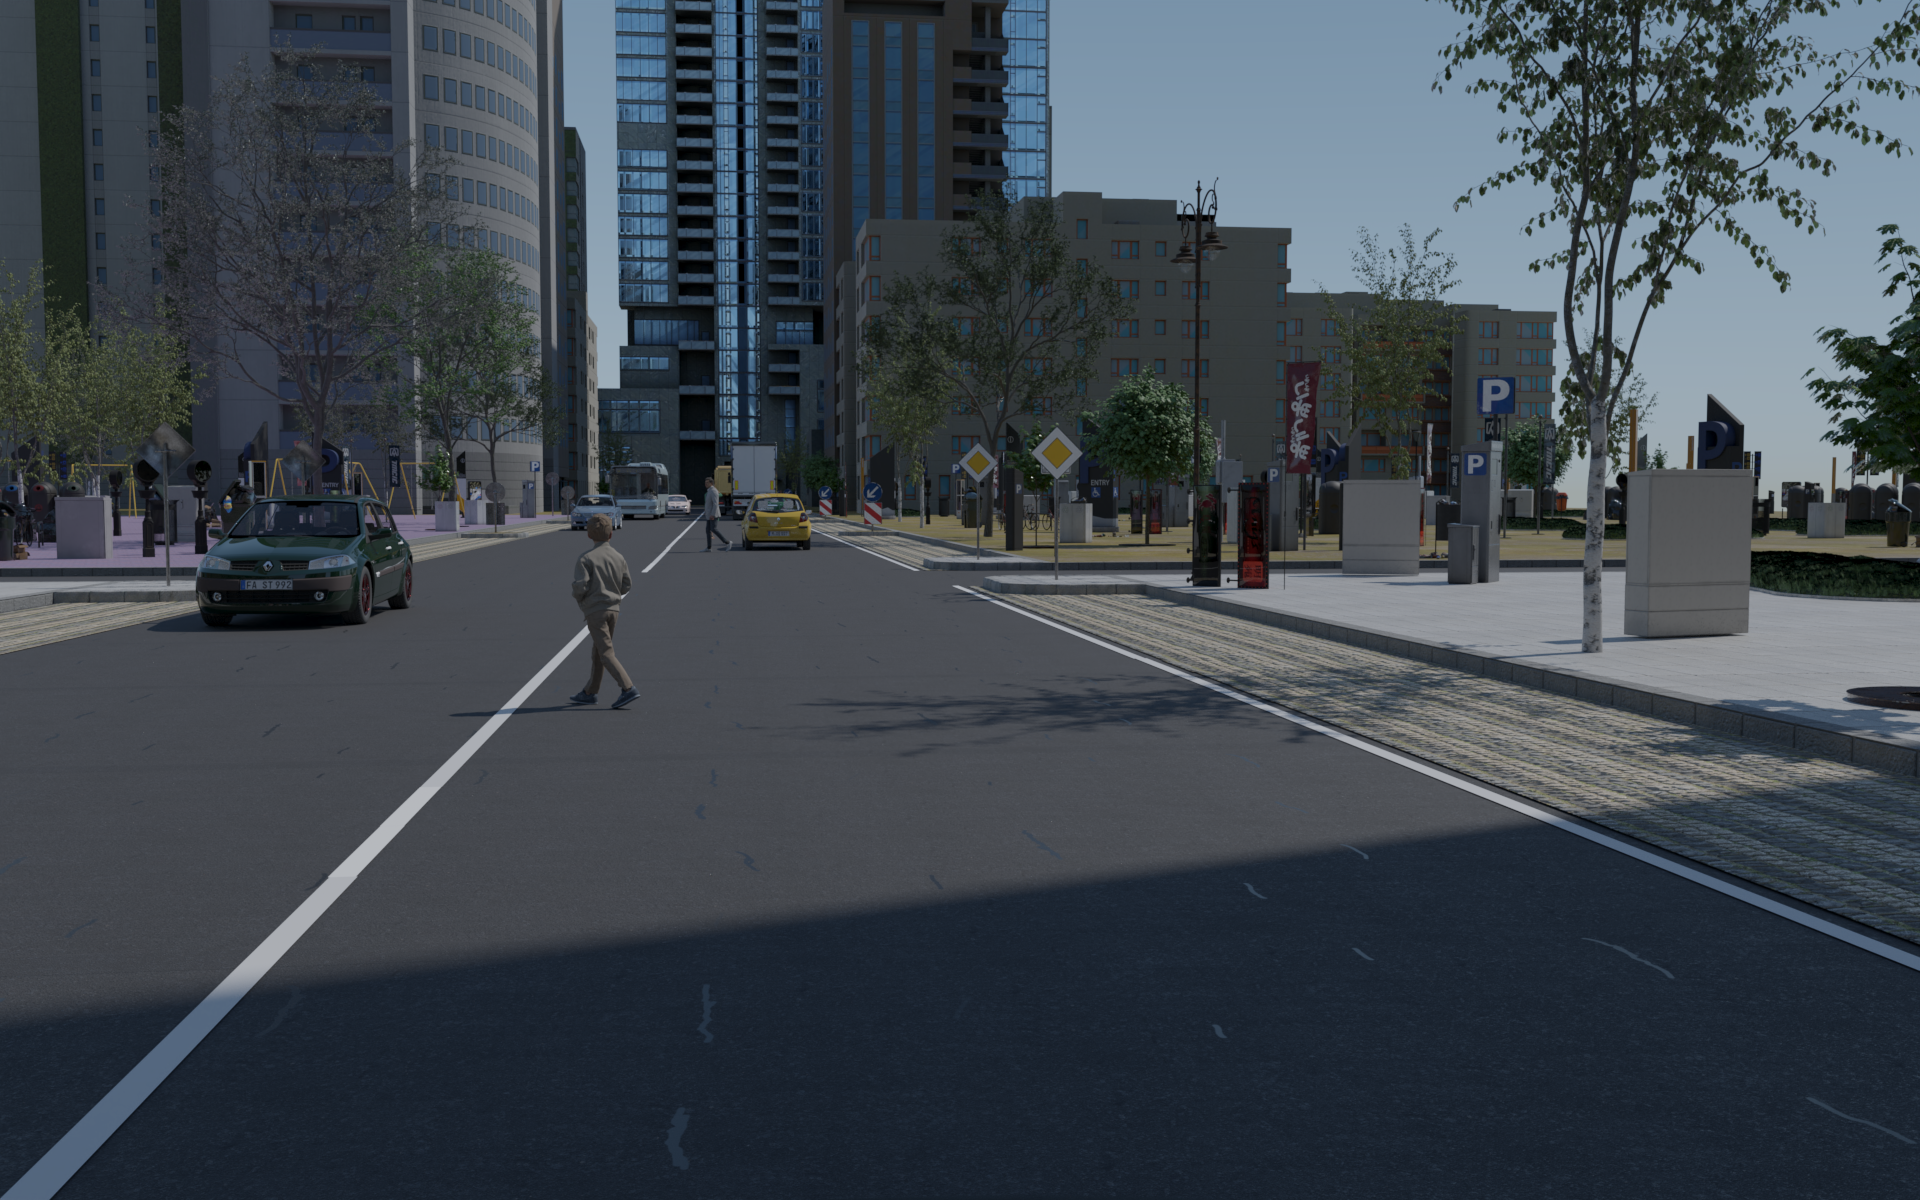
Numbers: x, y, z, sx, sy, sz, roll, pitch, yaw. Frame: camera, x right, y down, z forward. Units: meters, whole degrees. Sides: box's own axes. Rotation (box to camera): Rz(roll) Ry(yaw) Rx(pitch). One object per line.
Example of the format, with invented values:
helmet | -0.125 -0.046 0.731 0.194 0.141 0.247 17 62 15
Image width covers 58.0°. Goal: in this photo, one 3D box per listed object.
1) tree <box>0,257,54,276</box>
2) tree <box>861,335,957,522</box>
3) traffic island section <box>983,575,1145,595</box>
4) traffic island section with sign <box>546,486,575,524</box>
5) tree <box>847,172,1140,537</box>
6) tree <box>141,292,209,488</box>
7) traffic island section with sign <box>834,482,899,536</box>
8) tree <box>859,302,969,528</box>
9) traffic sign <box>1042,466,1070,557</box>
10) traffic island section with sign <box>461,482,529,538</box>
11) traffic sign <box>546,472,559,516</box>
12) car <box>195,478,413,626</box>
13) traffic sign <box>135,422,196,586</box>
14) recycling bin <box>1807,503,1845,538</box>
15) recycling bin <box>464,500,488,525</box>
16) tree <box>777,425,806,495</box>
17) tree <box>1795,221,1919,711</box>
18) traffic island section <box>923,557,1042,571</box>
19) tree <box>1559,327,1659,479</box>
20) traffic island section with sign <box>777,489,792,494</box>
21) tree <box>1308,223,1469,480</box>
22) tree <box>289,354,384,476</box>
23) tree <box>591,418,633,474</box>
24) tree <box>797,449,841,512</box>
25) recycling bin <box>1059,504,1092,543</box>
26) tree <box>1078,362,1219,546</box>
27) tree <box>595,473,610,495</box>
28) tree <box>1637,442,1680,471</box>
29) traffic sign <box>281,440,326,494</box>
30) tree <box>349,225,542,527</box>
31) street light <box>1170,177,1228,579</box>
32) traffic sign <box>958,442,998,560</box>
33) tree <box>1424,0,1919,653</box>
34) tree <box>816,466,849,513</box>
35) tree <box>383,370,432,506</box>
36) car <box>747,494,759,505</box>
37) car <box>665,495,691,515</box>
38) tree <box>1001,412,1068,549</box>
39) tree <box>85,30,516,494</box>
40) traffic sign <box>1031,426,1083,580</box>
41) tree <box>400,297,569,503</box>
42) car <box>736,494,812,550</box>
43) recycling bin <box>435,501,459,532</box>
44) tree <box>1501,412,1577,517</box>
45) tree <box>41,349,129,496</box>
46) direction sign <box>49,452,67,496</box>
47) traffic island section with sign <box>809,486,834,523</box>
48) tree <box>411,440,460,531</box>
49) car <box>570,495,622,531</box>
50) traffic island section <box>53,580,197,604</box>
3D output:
tree | -28.840 -6.306 53.471 4.737 8.622 4.395 0 3 0
tree | -2.559 -7.903 79.570 4.360 8.622 3.978 0 3 0
traffic island section | 1.459 -0.220 25.877 2.009 0.180 2.903 0 4 -8
traffic island section with sign | -18.905 -4.590 83.676 1.989 1.847 2.006 0 4 -8
tree | 0.843 -7.142 51.183 8.767 10.594 7.601 0 4 -4
tree | -29.179 -6.840 62.192 4.737 8.622 4.395 0 3 0
traffic island section with sign | -3.180 -3.123 59.684 1.989 1.847 2.006 0 4 -8
tree | -1.677 -7.026 65.246 4.737 8.622 4.395 0 3 0
traffic sign | 1.960 -2.040 35.479 0.606 2.300 0.079 0 4 -4
traffic island section with sign | -15.246 -2.951 56.883 1.989 1.847 2.006 0 4 -8
traffic sign | -23.677 -6.149 100.648 0.768 2.556 0.104 0 4 -7
car | -7.552 -0.637 20.197 2.009 1.686 4.222 0 4 -8
traffic sign | -11.043 -1.252 24.110 0.795 2.450 0.064 0 4 -8
recycling bin | 25.269 -2.322 50.522 0.722 1.027 0.722 -1 4 -14
recycling bin | -20.345 -3.689 72.875 0.722 1.027 0.722 2 4 28
tree | -17.777 -14.340 184.828 4.737 8.622 4.395 0 3 0
tree | 6.024 -0.982 10.654 1.663 3.219 1.824 0 3 0
traffic island section | 0.373 -0.704 33.788 2.009 0.180 2.903 0 4 -8
tree | 28.212 -7.682 75.962 4.737 8.622 4.395 0 3 0
traffic island section with sign | -13.621 -7.776 135.771 1.989 1.847 2.006 0 4 -8
tree | 11.602 -5.870 46.339 4.737 8.622 4.395 0 3 0
tree | -33.215 -8.568 90.449 4.360 8.622 3.978 0 3 0
tree | -32.832 -13.084 164.287 4.737 8.622 4.395 0 3 0
tree | -10.247 -8.721 126.303 4.285 4.588 4.351 0 3 0
recycling bin | 3.057 -2.026 45.678 0.722 1.027 0.722 1 4 19
tree | 4.724 -3.626 43.005 4.285 4.588 4.351 0 3 0
tree | -32.004 -9.838 155.452 1.663 3.219 1.824 0 3 0
tree | 26.163 -4.296 64.843 1.663 3.219 1.824 0 3 0
traffic sign | -12.130 -1.736 32.021 0.795 2.450 0.064 0 4 -8
tree | -19.911 -8.651 67.194 9.928 11.665 9.643 0 3 0
street light | 3.517 -3.235 25.677 0.468 5.910 1.993 0 4 -8
traffic sign | 0.351 -1.839 33.707 0.795 2.450 0.064 0 4 -8
tree | 5.373 -3.882 13.841 4.360 8.622 3.978 0 3 0
tree | -8.537 -7.472 116.774 1.663 3.219 1.824 0 3 0
tree | -32.309 -9.027 97.953 4.360 8.622 3.978 0 3 0
car | -8.802 -4.184 80.201 2.131 1.459 4.920 0 4 -7
car | -19.791 -6.636 120.866 2.083 1.381 4.827 0 4 -8
tree | 1.766 -2.848 41.168 1.663 3.219 1.824 0 3 0
tree | -17.175 -8.297 46.020 12.009 13.543 11.850 0 3 0
traffic sign | 1.437 -1.355 25.796 0.795 2.450 0.064 0 4 -8
tree | -20.580 -8.634 75.573 7.601 10.594 8.767 0 4 -4
car | -4.871 -2.165 45.618 2.015 1.641 3.980 -1 4 -9
recycling bin | -17.619 -2.872 59.516 0.722 1.027 0.722 -1 4 -9
tree | 23.152 -5.268 69.840 4.285 4.588 4.351 0 3 0
tree | -43.548 -8.339 86.705 4.360 8.622 3.978 0 3 0
direction sign | -48.082 -6.139 92.375 0.876 3.537 0.379 -1 4 -11
traffic island section with sign | -6.861 -4.756 86.388 1.989 1.847 2.006 0 4 -8
tree | -18.342 -4.080 61.306 1.663 3.219 1.824 0 3 0
car | -14.567 -3.517 69.507 2.014 1.417 4.499 0 4 -7
traffic island section | -11.066 -0.115 24.168 2.009 0.180 2.903 0 4 -8
